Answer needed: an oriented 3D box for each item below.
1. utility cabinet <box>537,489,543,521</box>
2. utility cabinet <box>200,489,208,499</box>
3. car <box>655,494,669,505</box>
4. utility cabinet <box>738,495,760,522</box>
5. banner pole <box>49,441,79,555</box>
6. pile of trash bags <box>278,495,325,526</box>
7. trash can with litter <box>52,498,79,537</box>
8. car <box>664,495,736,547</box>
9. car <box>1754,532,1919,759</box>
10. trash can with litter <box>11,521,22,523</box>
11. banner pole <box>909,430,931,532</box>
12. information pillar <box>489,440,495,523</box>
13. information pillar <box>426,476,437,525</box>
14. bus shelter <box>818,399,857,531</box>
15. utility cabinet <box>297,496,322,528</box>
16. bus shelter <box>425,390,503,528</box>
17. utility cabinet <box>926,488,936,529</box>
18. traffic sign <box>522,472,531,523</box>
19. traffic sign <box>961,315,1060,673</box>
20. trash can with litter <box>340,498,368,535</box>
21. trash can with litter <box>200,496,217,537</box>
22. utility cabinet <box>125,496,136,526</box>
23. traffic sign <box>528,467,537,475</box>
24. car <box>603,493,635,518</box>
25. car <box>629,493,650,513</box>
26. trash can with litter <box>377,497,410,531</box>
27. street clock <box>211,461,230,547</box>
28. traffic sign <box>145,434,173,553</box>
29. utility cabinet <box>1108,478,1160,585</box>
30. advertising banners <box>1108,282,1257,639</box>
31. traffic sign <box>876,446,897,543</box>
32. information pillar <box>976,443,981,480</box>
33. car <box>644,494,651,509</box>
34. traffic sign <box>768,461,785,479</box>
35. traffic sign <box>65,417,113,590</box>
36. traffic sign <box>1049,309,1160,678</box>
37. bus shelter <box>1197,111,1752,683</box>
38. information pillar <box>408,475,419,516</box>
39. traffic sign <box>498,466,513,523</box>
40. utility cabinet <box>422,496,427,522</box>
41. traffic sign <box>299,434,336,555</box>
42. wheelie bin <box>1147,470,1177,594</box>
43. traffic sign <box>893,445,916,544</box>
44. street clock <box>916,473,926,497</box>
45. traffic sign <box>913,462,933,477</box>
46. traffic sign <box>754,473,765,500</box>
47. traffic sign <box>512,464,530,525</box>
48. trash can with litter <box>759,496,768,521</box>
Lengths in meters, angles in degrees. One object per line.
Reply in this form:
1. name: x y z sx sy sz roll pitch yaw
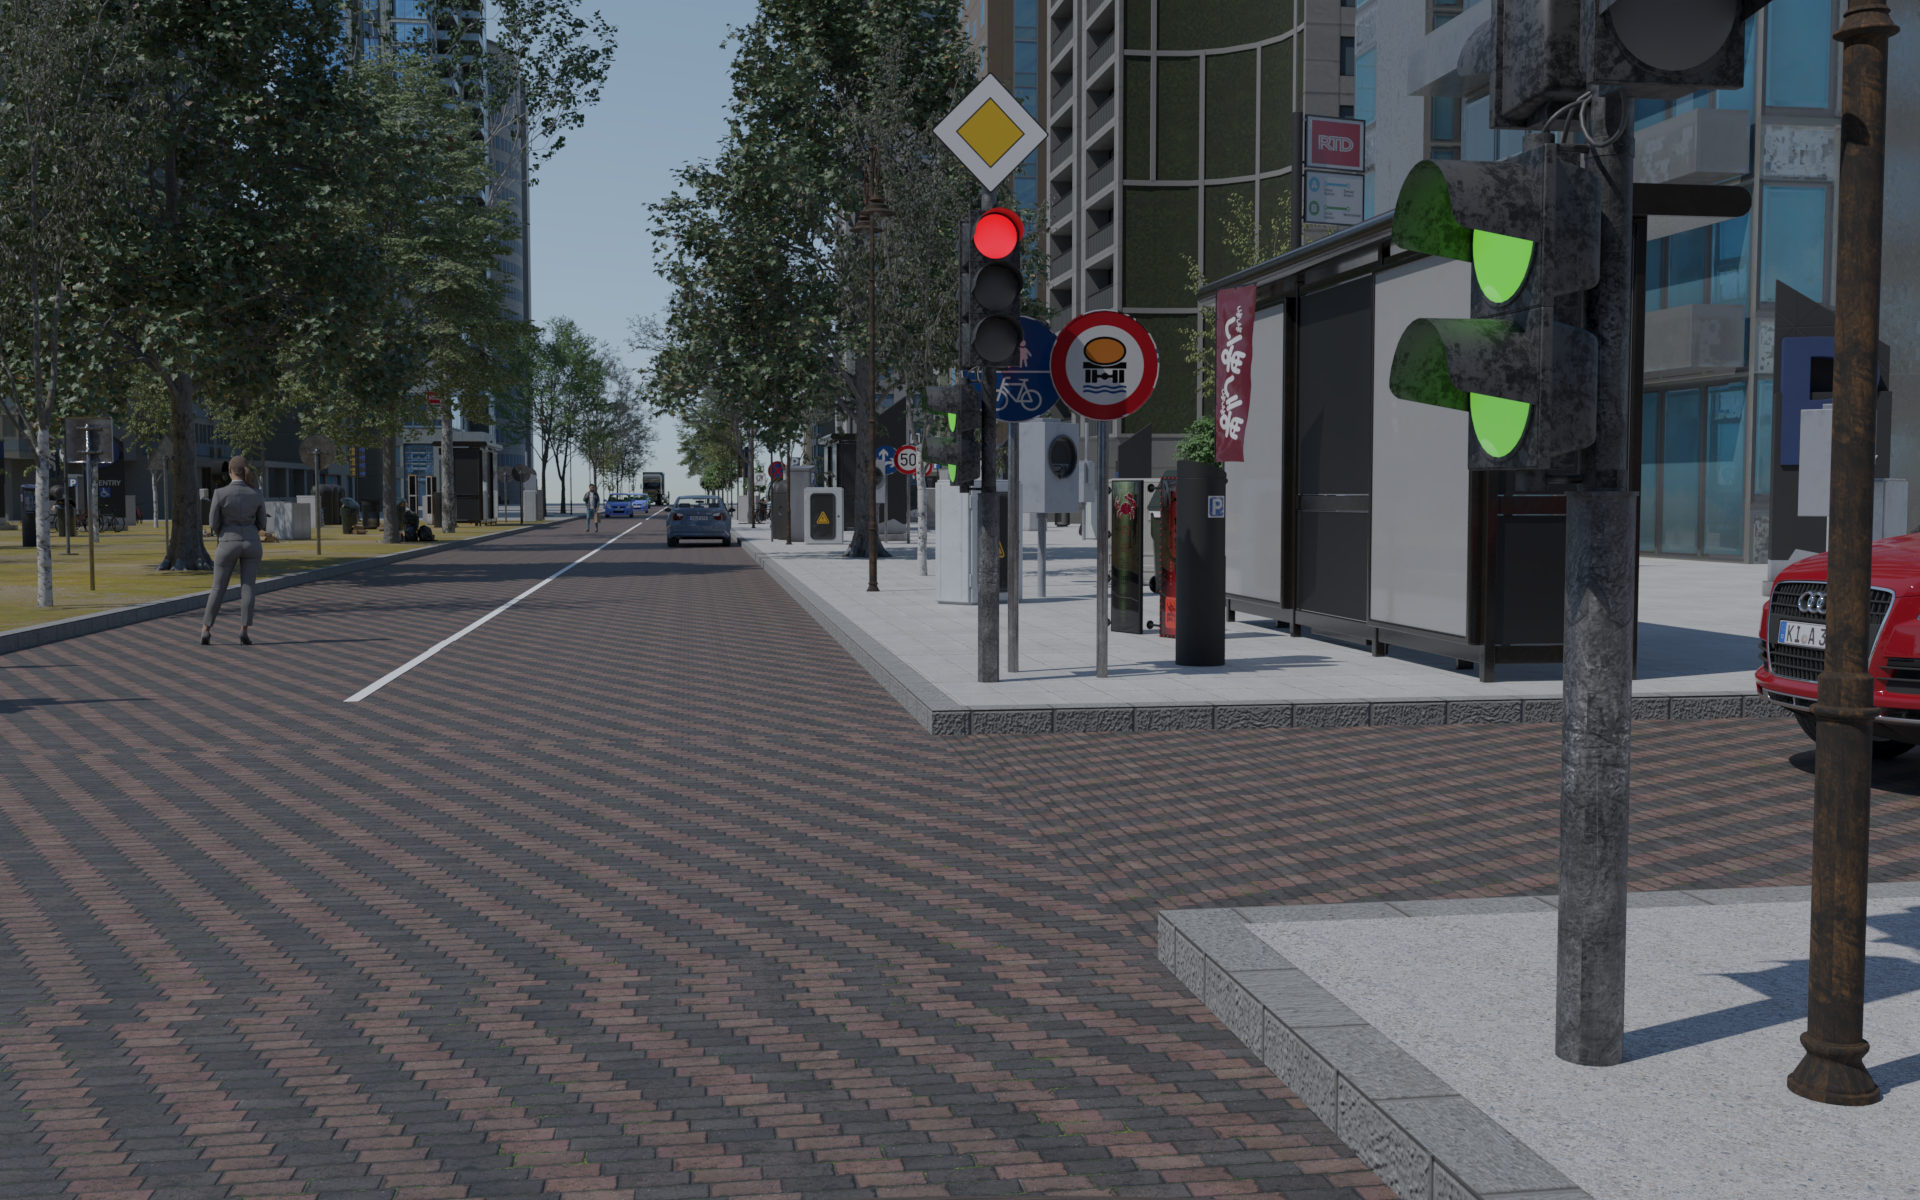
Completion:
1. utility cabinet: -20.398 -4.553 83.127 0.318 1.500 1.173 -3 4 -36
2. utility cabinet: -33.353 -4.084 75.459 1.173 1.500 0.318 1 4 12
3. car: -40.022 -13.586 232.353 2.015 1.641 3.980 0 4 -7
4. utility cabinet: -9.718 -4.194 79.736 1.020 1.237 0.306 2 4 29
5. banner pole: -18.870 -2.825 36.208 0.401 3.779 0.863 1 4 15
6. pile of trash bags: -26.971 -3.603 68.660 3.447 1.369 1.912 -1 4 -13
7. trash can with litter: -26.840 -2.484 51.995 0.624 1.170 1.055 -1 4 -19
8. car: -7.304 -2.240 48.624 2.014 1.417 4.499 0 4 -7
9. car: 6.736 -0.014 8.908 5.304 1.827 2.281 -1 4 -10
10. trash can with litter: -40.860 -3.992 76.330 1.678 1.210 2.233 -1 4 -19
11. banner pole: -1.393 -4.228 59.137 0.863 3.779 0.401 2 4 30
12. information pillar: -20.567 -5.172 75.915 0.183 3.616 0.504 -2 4 -29
13. information pillar: -21.931 -4.124 71.911 0.304 2.012 0.304 2 4 26
14. bus shelter: -4.038 -5.274 63.858 2.179 5.291 8.768 -1 4 -9
15. utility cabinet: -24.851 -3.364 66.157 1.020 1.237 0.306 2 4 29
16. bus shelter: -19.992 -5.639 69.824 2.179 5.291 8.768 -1 4 -9
17. utility cabinet: -0.785 -3.329 63.104 1.173 1.500 0.318 -1 4 -15
18. traffic sign: -19.443 -4.697 76.909 0.768 2.556 0.104 0 4 0
19. traffic sign: 0.384 -0.752 12.402 0.768 2.556 0.104 0 4 -3
20. trash can with litter: -19.182 -2.665 54.966 1.055 1.170 0.624 3 4 36
21. trash can with litter: -22.820 -2.485 51.689 1.678 1.210 2.233 1 4 10
22. utility cabinet: -33.975 -3.609 70.167 0.306 1.237 1.020 3 5 44
23. traffic sign: -20.497 -5.031 82.355 0.768 2.556 0.104 0 4 -8
24. car: -20.911 -5.917 106.327 1.945 1.707 3.694 -1 4 -10
25. car: -24.276 -7.368 130.064 1.945 1.707 3.694 -1 4 -10
26. trash can with litter: -19.608 -2.965 59.869 0.624 1.170 1.055 2 4 27
27. street clock: -16.052 -2.024 37.658 0.358 2.002 0.471 0 4 -1
28. traffic sign: -17.141 -2.287 37.391 0.884 2.594 0.081 0 4 0
29. utility cabinet: 2.618 -0.954 24.279 1.173 1.500 0.318 2 4 28
30. advertising banners: 1.913 -1.167 15.275 0.090 3.025 2.074 -2 4 -31
31. traffic sign: -1.947 -2.777 45.513 0.768 2.556 0.104 -1 4 -9
32. information pillar: 0.449 -3.149 42.840 0.504 3.616 0.183 2 4 31
33. car: -31.314 -9.867 170.126 1.959 1.807 4.718 -1 4 -11
34. traffic sign: -7.010 -4.072 66.683 0.768 2.556 0.104 0 4 -6
35. traffic sign: -11.537 -1.275 22.975 0.606 2.300 0.079 0 4 -1
36. traffic sign: 0.993 -0.730 12.037 0.768 2.556 0.104 0 4 -5
37. bus shelter: 3.682 -2.343 15.936 2.179 5.291 8.768 -1 4 -9
38. information pillar: -21.139 -3.823 66.993 0.304 2.012 0.304 0 4 -5
39. traffic sign: -20.360 -4.740 77.604 0.768 2.556 0.104 0 4 -1
40. utility cabinet: -24.681 -4.250 80.657 0.306 1.237 1.020 0 4 8
41. traffic sign: -13.519 -2.223 36.454 0.768 2.556 0.104 0 4 0
42. wheelie bin: 2.847 -0.880 22.295 0.693 1.594 0.980 -3 5 -39
43. traffic sign: -1.334 -2.734 44.799 0.768 2.556 0.104 0 4 -2
44. street clock: -1.197 -2.991 53.470 0.358 2.002 0.471 -1 4 -13
45. traffic sign: -1.216 -3.294 53.970 0.768 2.556 0.104 0 4 -3
46. traffic sign: -9.730 -5.016 84.145 0.606 2.300 0.079 0 4 1
47. traffic sign: -18.450 -4.444 72.770 0.768 2.556 0.104 0 4 1
48. trash can with litter: -9.618 -4.314 81.915 1.055 1.170 0.624 0 4 -8
